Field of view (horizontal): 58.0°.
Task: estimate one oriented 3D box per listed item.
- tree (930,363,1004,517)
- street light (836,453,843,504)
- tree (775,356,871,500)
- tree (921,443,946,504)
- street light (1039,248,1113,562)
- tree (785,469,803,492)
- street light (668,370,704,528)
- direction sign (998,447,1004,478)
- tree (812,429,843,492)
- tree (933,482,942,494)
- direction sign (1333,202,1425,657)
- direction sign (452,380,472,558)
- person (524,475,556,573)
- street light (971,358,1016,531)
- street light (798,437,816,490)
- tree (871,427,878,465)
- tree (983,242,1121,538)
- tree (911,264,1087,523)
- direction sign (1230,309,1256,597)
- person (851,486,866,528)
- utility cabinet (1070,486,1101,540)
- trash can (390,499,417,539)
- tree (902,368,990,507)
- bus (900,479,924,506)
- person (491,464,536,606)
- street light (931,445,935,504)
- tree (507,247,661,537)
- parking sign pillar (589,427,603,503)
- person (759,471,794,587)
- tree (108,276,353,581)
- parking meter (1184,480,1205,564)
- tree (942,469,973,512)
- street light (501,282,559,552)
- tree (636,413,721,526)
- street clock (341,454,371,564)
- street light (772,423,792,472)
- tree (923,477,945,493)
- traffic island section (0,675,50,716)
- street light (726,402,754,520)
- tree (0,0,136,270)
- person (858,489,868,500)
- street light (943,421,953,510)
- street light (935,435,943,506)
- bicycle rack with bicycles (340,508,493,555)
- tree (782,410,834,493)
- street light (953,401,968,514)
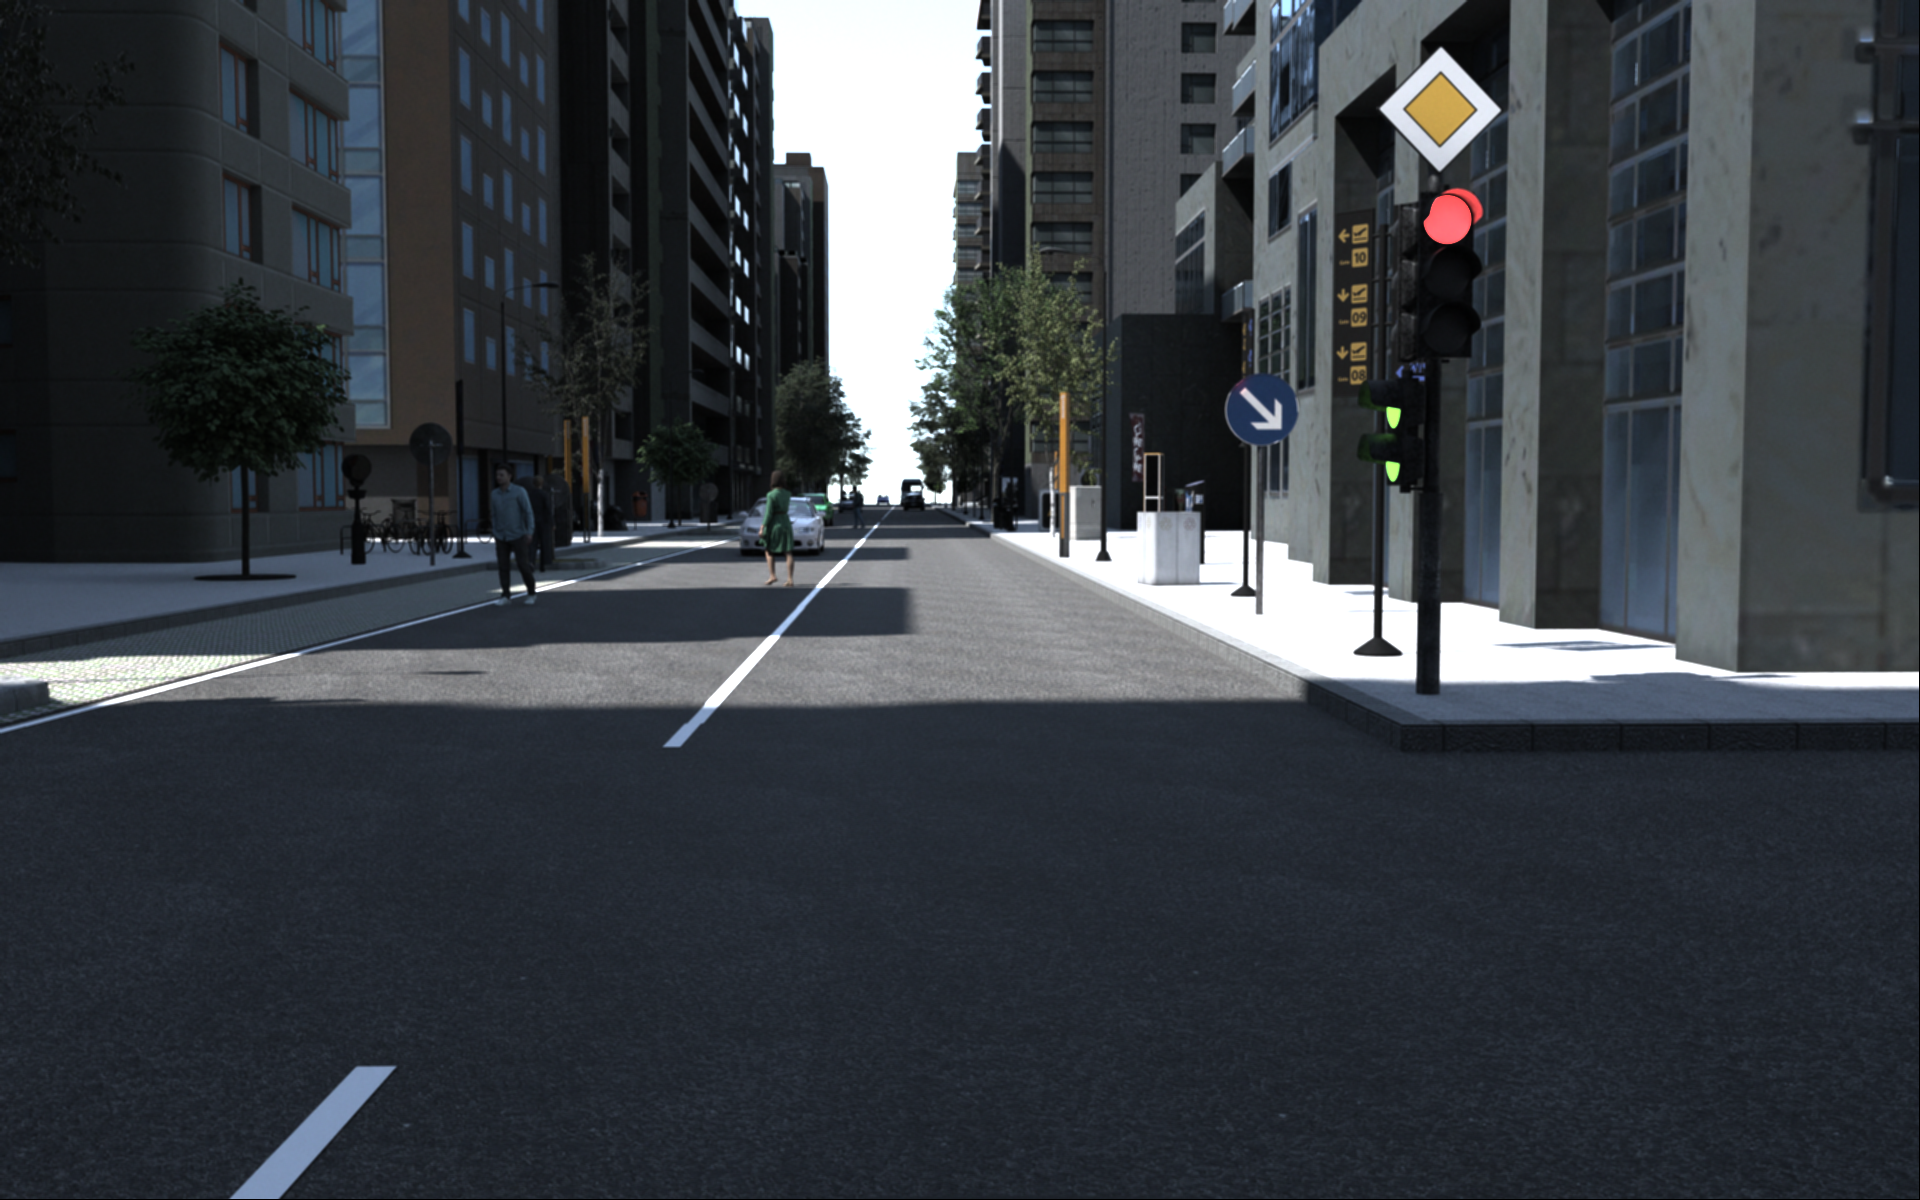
[{"bbox_3d":[0.587,-8.918,96.171,4.360,8.622,3.978,0,3,0],"label":"tree"},{"bbox_3d":[-14.413,-13.733,197.073,1.470,5.913,1.316,0,4,-2],"label":"street light"},{"bbox_3d":[-14.619,-15.540,160.740,9.857,13.997,8.962,0,3,0],"label":"tree"},{"bbox_3d":[-3.342,-16.970,227.822,4.737,8.622,4.395,0,3,0],"label":"tree"},{"bbox_3d":[2.196,-3.688,32.841,1.470,5.913,1.316,0,4,-2],"label":"street light"},{"bbox_3d":[-13.266,-8.545,134.315,1.663,3.219,1.824,0,3,0],"label":"tree"},{"bbox_3d":[-10.282,-5.646,64.857,1.470,5.913,1.316,0,4,-2],"label":"street light"},{"bbox_3d":[1.956,-5.617,83.829,0.379,3.537,0.876,-1,4,-21],"label":"direction sign"},{"bbox_3d":[-14.802,-14.417,186.073,4.737,8.622,4.395,0,3,0],"label":"tree"},{"bbox_3d":[-2.489,-12.777,203.503,1.663,3.219,1.824,0,3,0],"label":"tree"},{"bbox_3d":[3.337,-1.329,13.734,0.379,3.537,0.876,-3,5,-45],"label":"direction sign"},{"bbox_3d":[-10.013,-2.614,34.728,0.379,3.537,0.876,-1,4,-23],"label":"direction sign"},{"bbox_3d":[-7.647,-1.381,31.496,0.576,1.772,0.534,-1,4,-12],"label":"person"},{"bbox_3d":[1.232,-5.314,59.421,1.470,5.913,1.316,0,4,-2],"label":"street light"},{"bbox_3d":[-12.530,-10.234,139.863,1.470,5.913,1.316,0,4,-2],"label":"street light"},{"bbox_3d":[-16.674,-20.719,245.406,9.857,13.997,8.962,0,3,0],"label":"tree"},{"bbox_3d":[2.715,-6.114,50.327,4.737,8.622,4.395,0,3,0],"label":"tree"},{"bbox_3d":[1.760,-9.267,77.266,9.928,11.665,9.643,0,3,0],"label":"tree"},{"bbox_3d":[3.589,-1.815,21.666,0.379,3.537,0.876,0,4,1],"label":"direction sign"},{"bbox_3d":[-4.307,-3.880,72.284,0.721,1.781,0.623,-2,4,-29],"label":"person"},{"bbox_3d":[3.499,-2.383,47.637,1.173,1.500,0.318,-3,5,-43],"label":"utility cabinet"},{"bbox_3d":[-15.772,-2.292,49.126,0.748,1.137,0.748,0,3,0],"label":"trash can"},{"bbox_3d":[-0.660,-16.208,171.648,9.857,13.997,8.962,0,3,0],"label":"tree"},{"bbox_3d":[-5.828,-13.218,210.971,2.948,3.499,13.247,0,4,-1],"label":"bus"},{"bbox_3d":[-5.759,-0.849,22.407,0.660,1.820,0.620,1,4,15],"label":"person"},{"bbox_3d":[-1.867,-11.628,162.654,1.470,5.913,1.316,0,4,-2],"label":"street light"},{"bbox_3d":[-10.902,-6.180,51.406,4.360,8.622,3.978,0,3,0],"label":"tree"},{"bbox_3d":[-14.859,-5.007,70.330,1.447,3.967,1.447,-2,4,-24],"label":"parking sign pillar"},{"bbox_3d":[-2.812,-1.109,26.880,0.529,1.795,0.600,3,4,38],"label":"person"},{"bbox_3d":[-10.934,-2.596,26.165,4.285,4.588,4.351,0,3,0],"label":"tree"},{"bbox_3d":[4.311,-1.431,31.816,0.372,1.533,0.369,0,3,0],"label":"parking meter"},{"bbox_3d":[0.106,-7.927,124.204,1.663,3.219,1.824,0,3,0],"label":"tree"},{"bbox_3d":[-9.479,-4.010,38.099,1.470,5.913,1.316,0,4,-2],"label":"street light"},{"bbox_3d":[-11.493,-5.316,70.624,4.285,4.588,4.351,0,3,0],"label":"tree"},{"bbox_3d":[-11.017,-1.657,31.664,0.358,2.002,0.471,3,5,43],"label":"street clock"},{"bbox_3d":[-11.716,-8.627,113.587,1.470,5.913,1.316,0,4,-2],"label":"street light"},{"bbox_3d":[-3.595,-15.549,237.936,4.285,4.588,4.351,0,3,0],"label":"tree"},{"bbox_3d":[-7.155,0.700,10.829,2.009,0.180,2.903,0,4,-2],"label":"traffic island section"},{"bbox_3d":[-11.057,-7.004,87.058,1.470,5.913,1.316,0,4,-2],"label":"street light"},{"bbox_3d":[-10.161,-4.088,17.199,4.360,8.622,3.978,0,3,0],"label":"tree"},{"bbox_3d":[-8.228,-8.160,141.914,1.348,1.824,0.705,-1,4,-14],"label":"person"},{"bbox_3d":[-0.183,-8.375,109.471,1.470,5.913,1.316,0,4,-2],"label":"street light"},{"bbox_3d":[-1.036,-9.974,135.617,1.470,5.913,1.316,0,4,-2],"label":"street light"},{"bbox_3d":[-11.895,-1.473,37.472,2.852,0.926,2.925,1,4,12],"label":"bicycle rack with bicycles"},{"bbox_3d":[-13.359,-12.333,152.011,4.360,8.622,3.978,0,3,0],"label":"tree"},{"bbox_3d":[0.547,-6.933,85.893,1.470,5.913,1.316,0,4,-2],"label":"street light"}]
